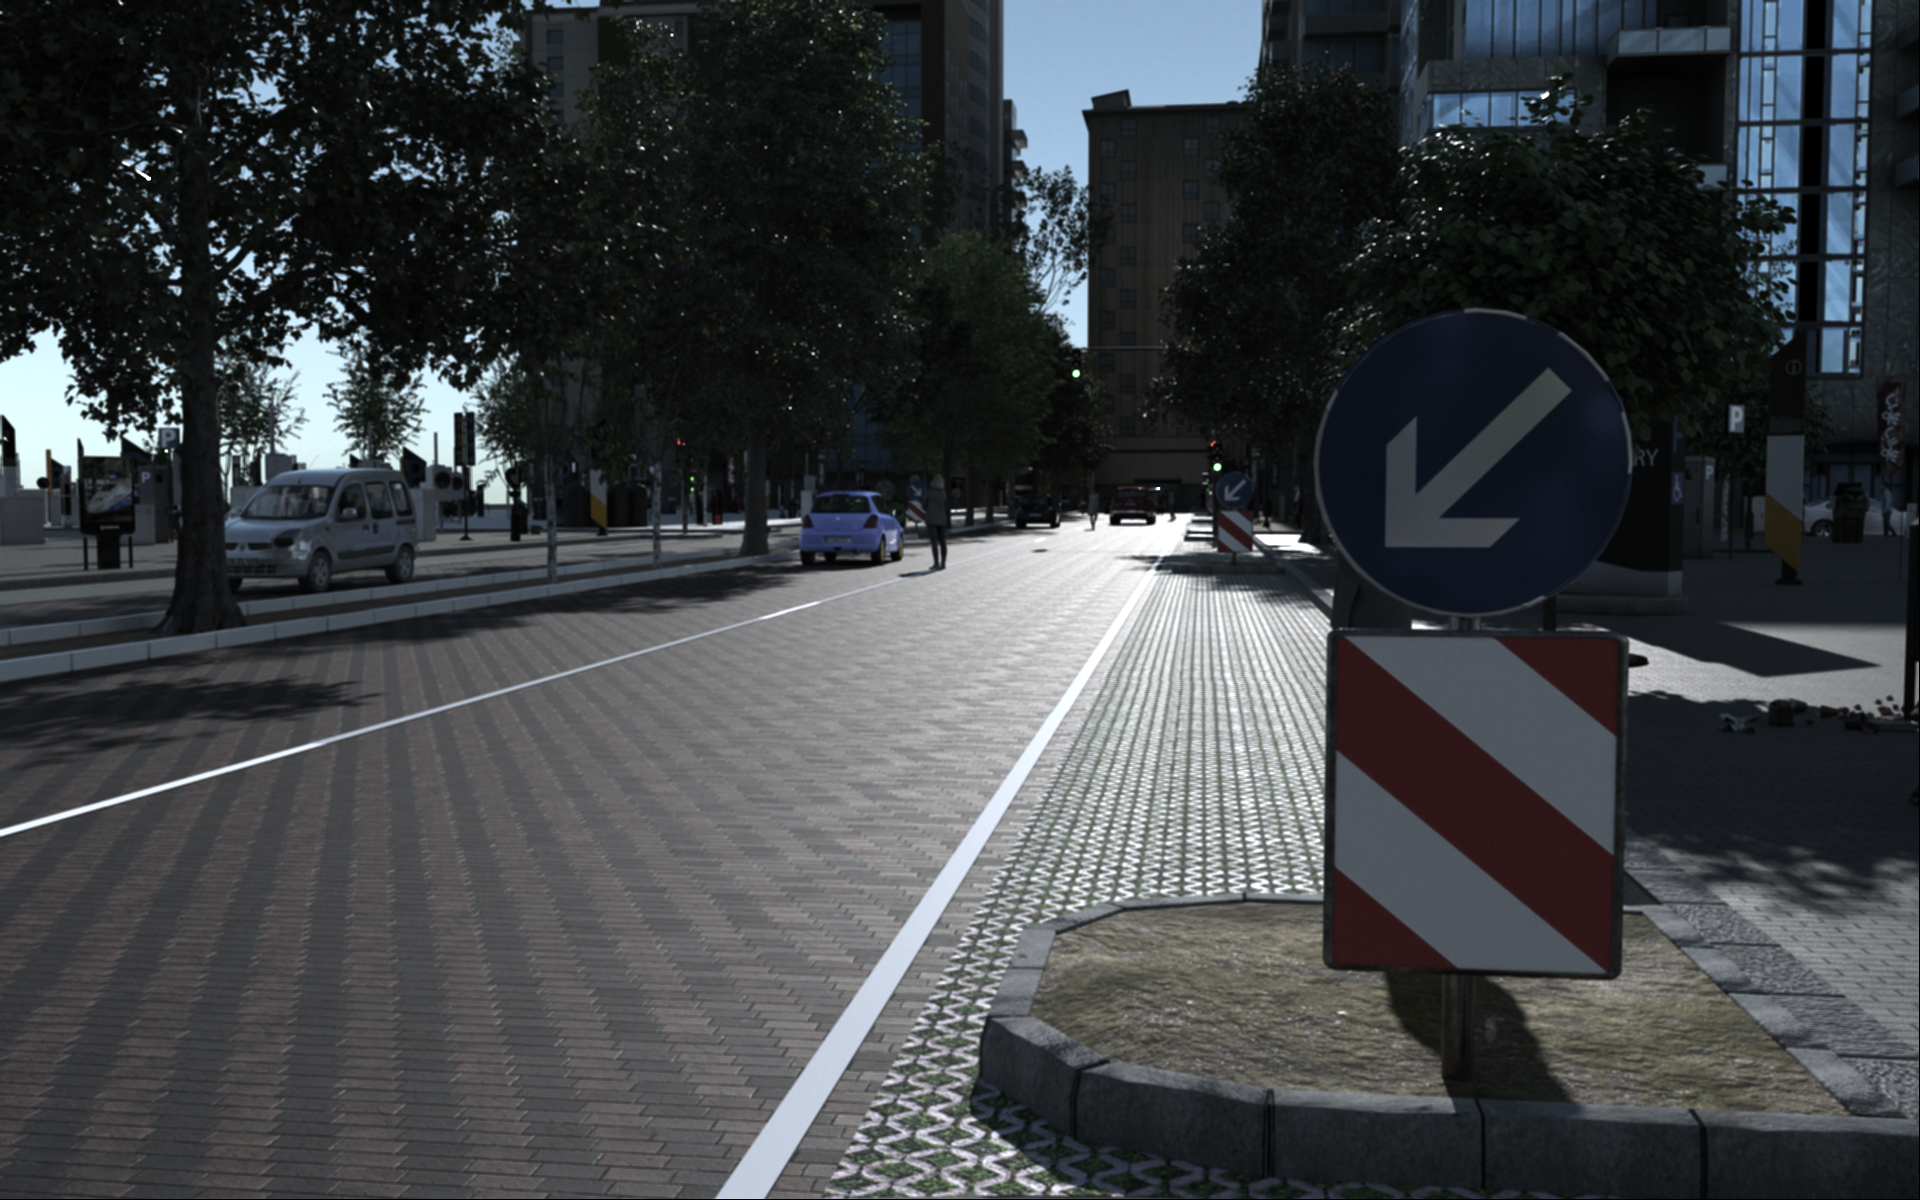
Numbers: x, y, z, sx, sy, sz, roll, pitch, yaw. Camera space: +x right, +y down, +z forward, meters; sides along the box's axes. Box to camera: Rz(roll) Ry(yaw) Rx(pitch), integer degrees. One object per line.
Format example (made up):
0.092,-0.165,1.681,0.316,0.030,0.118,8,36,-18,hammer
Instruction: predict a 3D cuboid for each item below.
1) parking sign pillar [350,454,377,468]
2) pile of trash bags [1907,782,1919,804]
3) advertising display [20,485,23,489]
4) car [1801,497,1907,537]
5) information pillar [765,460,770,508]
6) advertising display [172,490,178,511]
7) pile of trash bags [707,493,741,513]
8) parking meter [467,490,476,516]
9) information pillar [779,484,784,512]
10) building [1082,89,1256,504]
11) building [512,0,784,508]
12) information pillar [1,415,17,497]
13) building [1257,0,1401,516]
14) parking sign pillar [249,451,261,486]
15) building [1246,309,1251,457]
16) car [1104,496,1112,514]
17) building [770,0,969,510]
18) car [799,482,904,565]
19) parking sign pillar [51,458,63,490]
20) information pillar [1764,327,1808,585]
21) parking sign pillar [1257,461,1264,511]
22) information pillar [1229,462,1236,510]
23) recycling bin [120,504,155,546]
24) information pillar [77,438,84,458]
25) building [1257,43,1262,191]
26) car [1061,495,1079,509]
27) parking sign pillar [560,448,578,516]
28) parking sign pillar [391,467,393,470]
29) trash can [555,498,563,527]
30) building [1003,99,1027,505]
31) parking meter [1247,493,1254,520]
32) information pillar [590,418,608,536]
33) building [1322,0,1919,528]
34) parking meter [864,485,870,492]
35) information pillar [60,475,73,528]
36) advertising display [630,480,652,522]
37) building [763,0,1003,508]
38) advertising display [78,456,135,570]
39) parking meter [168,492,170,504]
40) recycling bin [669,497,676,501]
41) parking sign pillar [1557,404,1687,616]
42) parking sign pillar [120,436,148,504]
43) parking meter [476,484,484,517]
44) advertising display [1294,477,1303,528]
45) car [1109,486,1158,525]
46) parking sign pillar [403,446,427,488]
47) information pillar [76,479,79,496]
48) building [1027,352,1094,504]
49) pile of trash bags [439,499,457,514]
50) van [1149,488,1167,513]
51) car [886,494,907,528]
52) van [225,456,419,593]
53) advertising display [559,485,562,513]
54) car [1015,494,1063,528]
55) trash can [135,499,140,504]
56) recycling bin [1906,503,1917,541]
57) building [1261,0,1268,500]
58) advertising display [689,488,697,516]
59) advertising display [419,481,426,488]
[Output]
-39.830,-7.739,115.011,1.447,3.967,1.447,0,4,-7,parking sign pillar
4.833,0.242,5.788,1.912,1.369,3.447,0,4,2,pile of trash bags
-68.756,-7.420,126.528,0.123,1.923,0.974,0,4,5,advertising display
28.320,-2.587,54.660,4.827,1.381,2.083,0,4,6,car
-11.582,-6.835,103.111,0.504,3.616,0.183,0,4,-5,information pillar
-50.131,-6.446,110.608,0.123,1.923,0.974,0,4,-6,advertising display
-16.110,-6.715,119.548,1.912,1.369,3.447,1,4,23,pile of trash bags
-32.095,-6.468,114.155,0.372,1.533,0.369,0,3,0,parking meter
-12.754,-7.297,123.802,0.304,2.012,0.304,-1,4,-20,information pillar
31.057,-39.386,233.198,27.495,52.752,28.713,0,4,8,building
-37.418,-40.667,206.897,28.212,58.520,21.231,0,4,8,building
-28.277,-3.679,51.513,0.183,3.616,0.504,1,4,10,information pillar
31.245,-30.182,113.080,23.786,49.044,30.456,0,4,8,building
-41.985,-7.019,103.233,1.447,3.967,1.447,-1,4,-12,parking sign pillar
40.202,-26.223,200.440,14.160,30.474,14.107,0,4,8,building
11.463,-6.944,126.109,1.945,1.354,3.894,1,4,9,car
-7.073,-30.349,146.310,14.600,45.320,14.200,0,4,8,building
-2.219,-1.632,36.267,1.945,1.707,3.694,0,4,7,car
-65.939,-8.459,126.769,1.447,3.967,1.447,0,4,-7,parking sign pillar
11.715,-2.031,24.554,0.504,3.616,0.183,3,4,36,information pillar
23.201,-8.910,134.157,1.447,3.967,1.447,1,4,18,parking sign pillar
19.237,-8.003,122.205,0.504,3.616,0.183,0,4,7,information pillar
-20.619,-1.873,43.175,0.722,1.027,0.722,1,4,21,recycling bin
-36.971,-4.987,72.888,0.183,3.616,0.504,-1,4,-10,information pillar
39.092,-31.133,163.647,22.147,44.769,28.867,0,4,8,building
10.852,-9.798,172.771,1.945,1.354,3.894,1,4,9,car
-22.826,-6.903,101.336,1.447,3.967,1.447,-3,5,-41,parking sign pillar
-39.122,-7.903,117.694,1.447,3.967,1.447,-3,5,-41,parking sign pillar
-15.664,-3.419,67.557,0.748,1.137,0.748,0,3,0,trash can
-7.835,-35.610,201.832,30.456,49.044,23.786,0,4,8,building
14.278,-4.857,85.123,0.255,1.863,0.399,0,4,-5,parking meter
-11.055,-3.771,53.011,0.504,3.616,0.183,-1,4,-16,information pillar
30.433,-46.294,69.581,31.000,86.520,22.319,0,4,8,building
-6.193,-6.703,115.297,0.399,1.863,0.255,-2,4,-27,parking meter
-34.327,-3.794,66.521,0.304,2.012,0.304,3,5,43,information pillar
-14.698,-4.558,79.735,0.974,1.923,0.123,0,4,-8,advertising display
-7.855,-38.250,167.389,21.231,58.520,28.212,0,4,8,building
-14.619,-1.498,29.699,0.123,1.923,0.974,2,4,29,advertising display
-53.088,-6.746,116.007,0.399,1.863,0.255,3,5,42,parking meter
-23.622,-7.865,141.151,0.722,1.027,0.722,2,4,31,recycling bin
7.180,-1.859,18.868,1.447,3.967,1.447,3,5,43,parking sign pillar
-38.145,-5.609,80.183,1.447,3.967,1.447,0,4,-4,parking sign pillar
-27.042,-5.620,97.594,0.399,1.863,0.255,-1,4,-14,parking meter
12.770,-3.682,65.419,0.123,1.923,0.974,0,4,-2,advertising display
8.315,-4.554,83.131,2.281,1.827,5.304,1,4,9,car
-30.577,-6.658,97.335,1.447,3.967,1.447,-3,4,-36,parking sign pillar
-41.737,-4.753,82.203,0.304,2.012,0.304,-3,4,-36,information pillar
3.128,-24.035,238.018,28.899,21.520,27.650,0,4,8,building
-31.949,-5.759,103.909,1.912,1.369,3.447,1,4,22,pile of trash bags
14.623,-7.556,130.557,2.013,2.044,4.112,0,4,6,van
-3.225,-3.597,67.603,1.959,1.807,4.718,0,4,8,car
-9.877,-1.192,26.495,2.013,2.044,4.112,1,4,9,van
-26.474,-6.806,116.484,0.974,1.923,0.123,0,4,-5,advertising display
3.355,-3.936,74.141,2.009,1.686,4.222,0,4,7,car
-22.665,-2.200,47.630,0.748,1.137,0.748,0,3,0,trash can
26.582,-2.146,47.641,0.722,1.027,0.722,-1,4,-16,recycling bin
31.722,-28.067,142.484,14.154,41.232,14.086,0,4,8,building
-15.935,-5.999,103.304,0.123,1.923,0.974,-2,4,-29,advertising display
-26.566,-4.978,86.611,0.974,1.923,0.123,0,4,2,advertising display
